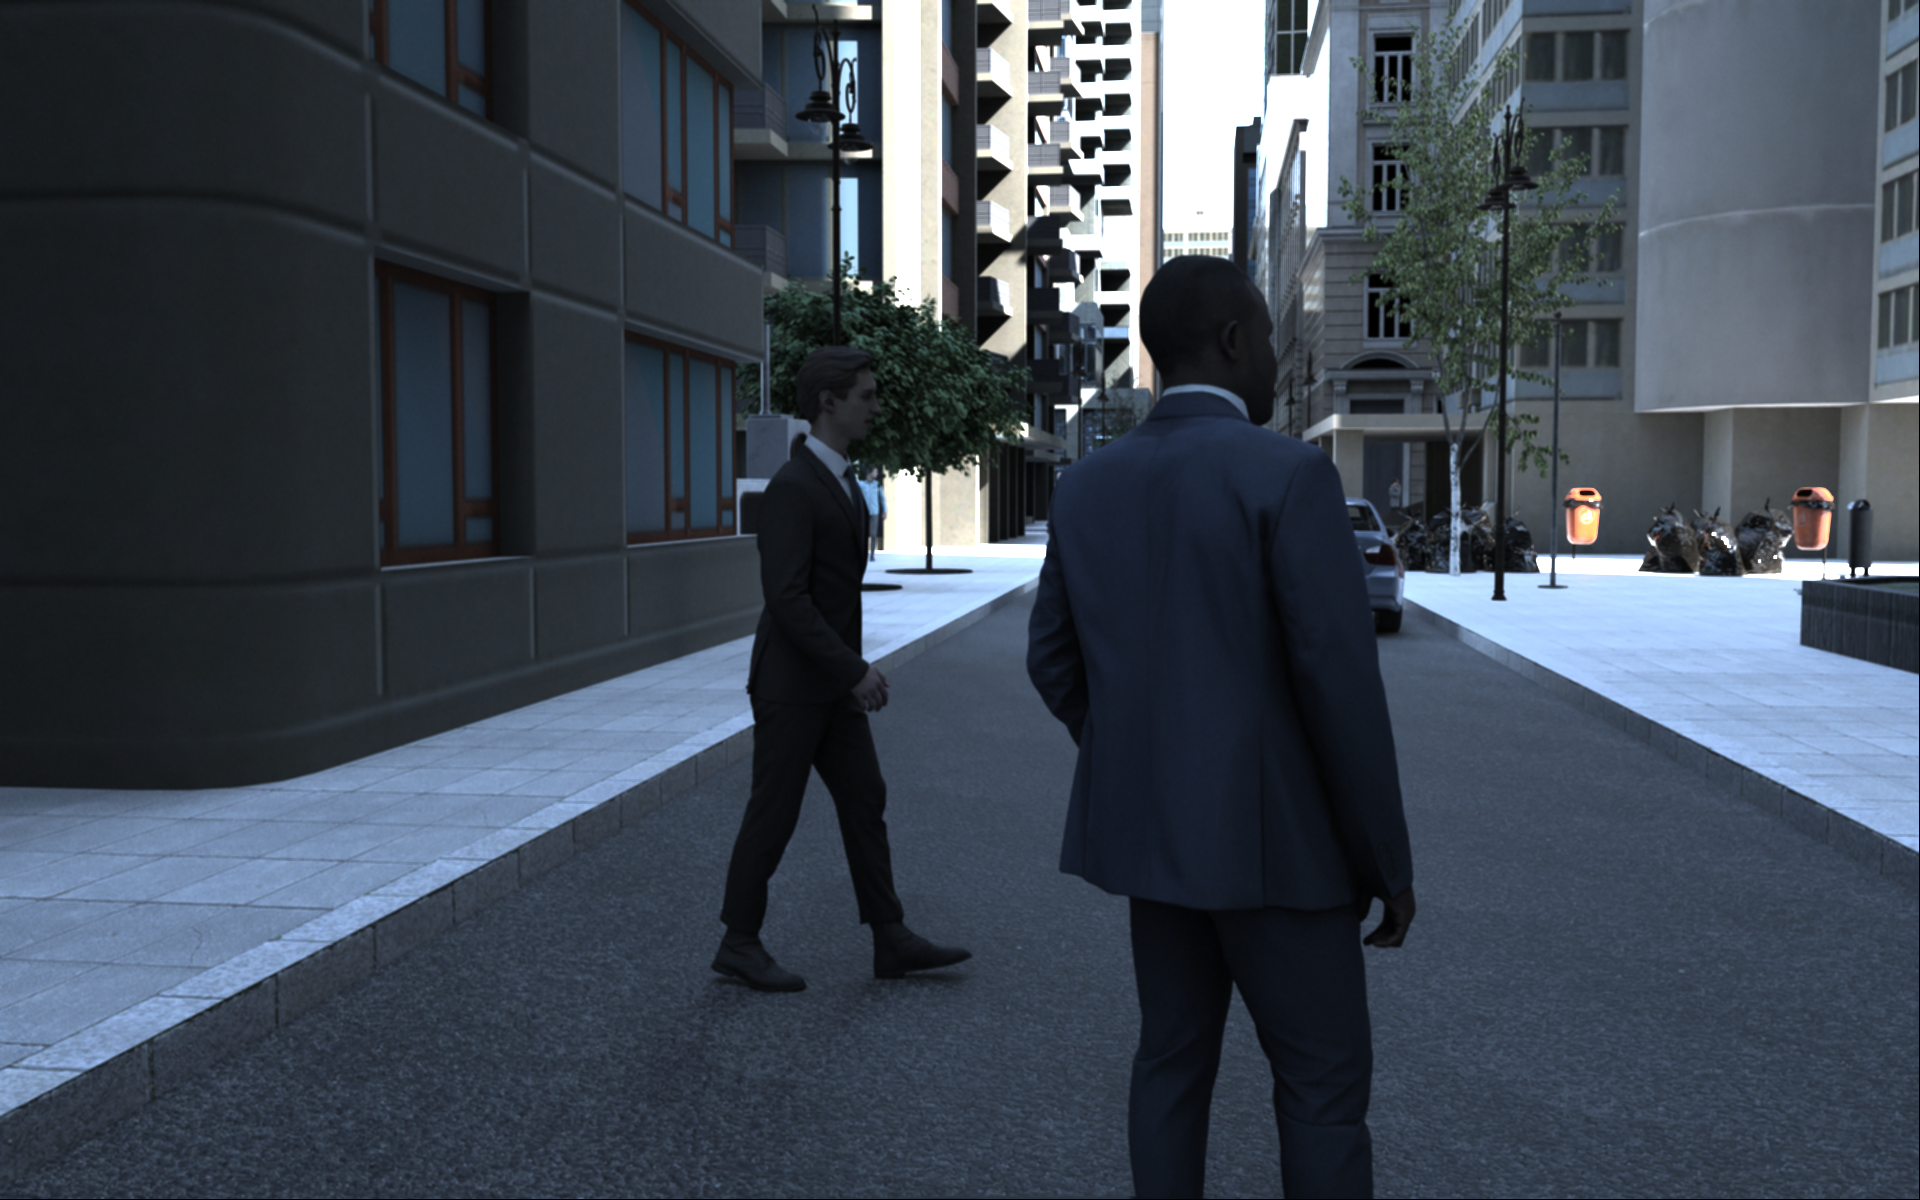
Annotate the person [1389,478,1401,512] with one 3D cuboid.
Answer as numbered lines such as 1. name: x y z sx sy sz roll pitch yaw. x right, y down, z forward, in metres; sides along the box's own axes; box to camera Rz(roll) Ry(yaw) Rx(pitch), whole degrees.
1. person: 13.898 -2.993 55.157 0.473 1.802 0.592 3 5 40

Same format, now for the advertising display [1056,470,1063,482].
1. advertising display: 3.004 -2.543 46.796 0.974 1.923 0.123 3 5 39

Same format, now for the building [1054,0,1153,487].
1. building: 2.488 -49.365 119.797 22.319 86.520 31.000 0 4 8

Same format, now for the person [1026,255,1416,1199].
1. person: 0.430 0.366 2.697 0.721 1.800 0.419 3 4 37

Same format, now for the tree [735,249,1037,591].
1. tree: -1.541 -2.431 23.461 4.285 4.588 4.351 0 3 0

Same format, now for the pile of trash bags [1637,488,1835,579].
1. pile of trash bags: 12.439 -1.083 27.458 1.912 1.369 3.447 -1 4 -17

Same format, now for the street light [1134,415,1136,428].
1. street light: 10.010 -7.739 99.316 0.468 5.910 1.993 0 4 8

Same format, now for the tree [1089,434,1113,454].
1. tree: -0.579 -2.729 28.341 4.285 4.588 4.351 0 3 0

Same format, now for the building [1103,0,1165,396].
1. building: 13.527 -46.850 204.246 20.611 71.187 20.563 0 4 8

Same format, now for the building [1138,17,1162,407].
1. building: 12.289 -31.611 166.957 14.600 45.320 14.200 0 4 8

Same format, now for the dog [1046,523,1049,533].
1. dog: 3.019 -2.374 56.553 0.748 0.427 0.550 -3 4 -36

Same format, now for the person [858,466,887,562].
1. person: -1.711 -1.663 33.095 0.638 1.841 0.748 0 4 1

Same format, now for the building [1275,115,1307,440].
1. building: 21.392 -14.636 88.447 9.793 20.994 18.267 0 4 8

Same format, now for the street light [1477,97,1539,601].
1. street light: 6.509 -2.933 20.740 0.468 5.910 1.993 0 4 8

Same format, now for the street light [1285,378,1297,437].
1. street light: 12.996 -5.835 68.194 0.468 5.910 1.993 0 4 8

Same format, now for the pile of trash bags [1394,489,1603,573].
1. pile of trash bags: 9.037 -1.172 28.916 3.447 1.369 1.912 0 4 -7

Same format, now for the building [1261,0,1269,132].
1. building: 40.472 -53.070 180.358 22.319 86.520 31.000 0 4 8

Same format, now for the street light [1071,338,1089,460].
1. street light: 3.547 -4.808 51.402 0.468 5.910 1.993 0 4 8

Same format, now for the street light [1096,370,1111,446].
1. street light: 5.368 -5.635 64.926 0.468 5.910 1.993 0 4 8

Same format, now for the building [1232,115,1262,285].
1. building: 39.236 -33.944 205.087 14.600 45.320 14.200 0 4 8

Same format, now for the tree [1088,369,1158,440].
1. tree: 9.800 -9.342 103.109 4.360 8.622 3.978 0 3 0

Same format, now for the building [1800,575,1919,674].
1. building: 15.215 -28.060 0.784 21.231 58.520 28.212 0 4 8

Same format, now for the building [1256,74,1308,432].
1. building: 24.712 -17.682 107.120 12.078 24.808 19.932 0 4 8

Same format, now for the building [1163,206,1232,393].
1. building: 30.877 -33.345 237.066 23.993 40.220 32.217 0 4 8

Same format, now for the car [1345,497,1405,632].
1. car: 3.901 -0.454 19.420 2.014 1.417 4.499 0 4 7

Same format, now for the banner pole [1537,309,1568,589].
1. banner pole: 8.184 -2.066 23.800 0.401 3.779 0.863 1 4 18

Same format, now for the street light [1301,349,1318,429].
1. street light: 11.171 -5.058 55.481 0.468 5.910 1.993 0 4 8

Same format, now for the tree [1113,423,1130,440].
1. tree: 7.620 -5.936 80.775 4.285 4.588 4.351 0 3 0

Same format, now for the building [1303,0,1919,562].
1. building: 24.761 -21.267 39.595 32.217 40.220 23.993 0 4 8

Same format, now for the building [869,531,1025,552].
1. building: -12.352 -23.914 45.623 28.867 44.769 22.147 0 4 8

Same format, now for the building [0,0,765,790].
1. building: -17.474 -9.674 3.212 27.650 21.520 28.899 0 4 8

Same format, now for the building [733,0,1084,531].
1. building: -5.888 -25.969 79.210 22.147 44.769 28.867 0 4 8

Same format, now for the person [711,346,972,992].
1. person: -0.354 0.199 5.026 0.755 1.850 0.659 1 4 11

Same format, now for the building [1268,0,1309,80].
1. building: 36.093 -43.864 155.426 20.563 71.187 20.611 0 4 8

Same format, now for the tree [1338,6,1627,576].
1. tree: 7.721 -4.659 26.539 4.737 8.622 4.395 0 3 0

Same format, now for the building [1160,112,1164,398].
1. building: 14.007 -30.428 181.095 14.154 41.232 14.086 0 4 8

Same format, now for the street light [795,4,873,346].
1. street light: -1.210 -2.706 17.028 0.468 5.910 1.993 0 4 8

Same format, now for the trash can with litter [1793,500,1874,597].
1. trash can with litter: 11.096 -0.658 21.813 1.678 1.210 2.233 3 5 45

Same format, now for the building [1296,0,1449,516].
1. building: 23.707 -17.240 67.783 20.117 28.700 13.634 0 4 8

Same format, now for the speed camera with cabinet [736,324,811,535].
1. speed camera with cabinet: -2.329 -1.542 19.555 0.660 3.252 2.038 1 4 20

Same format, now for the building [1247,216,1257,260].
1. building: 26.885 -18.242 127.142 11.050 23.489 19.941 0 4 8
